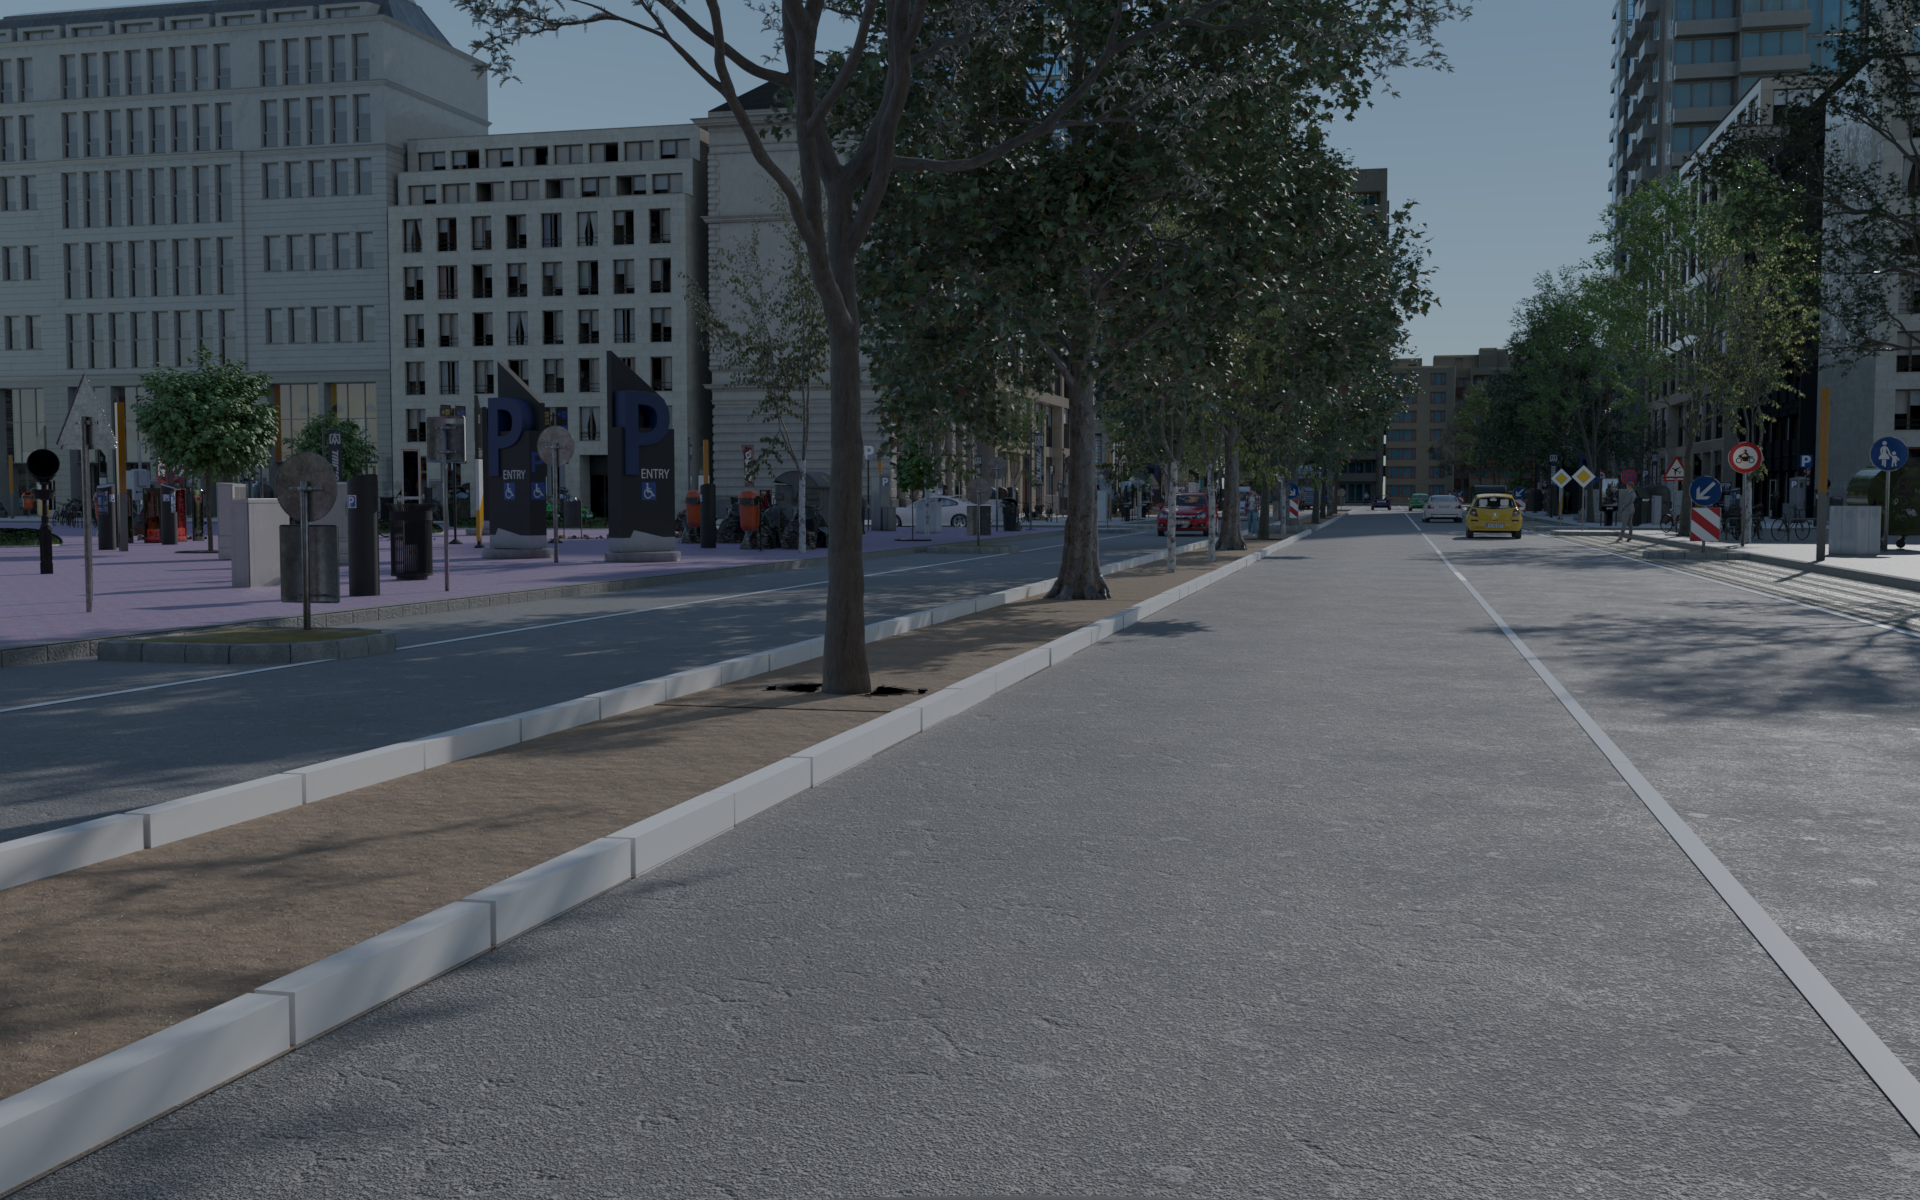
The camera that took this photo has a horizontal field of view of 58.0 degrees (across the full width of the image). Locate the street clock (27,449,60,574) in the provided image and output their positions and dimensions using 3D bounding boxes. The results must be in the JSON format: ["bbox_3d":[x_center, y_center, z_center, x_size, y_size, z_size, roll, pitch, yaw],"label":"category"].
[{"bbox_3d":[-14.692,-1.421,27.805,0.471,2.002,0.358,-2,4,-27],"label":"street clock"}]

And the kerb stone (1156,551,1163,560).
[{"bbox_3d":[4.202,-0.925,37.312,0.120,0.150,1.000,1,4,14],"label":"kerb stone"}]

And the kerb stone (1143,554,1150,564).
[{"bbox_3d":[3.704,-0.803,35.329,0.120,0.150,1.000,1,4,14],"label":"kerb stone"}]

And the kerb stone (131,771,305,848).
[{"bbox_3d":[-3.190,0.903,7.457,0.120,0.150,1.000,1,4,14],"label":"kerb stone"}]

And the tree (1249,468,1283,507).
[{"bbox_3d":[34.847,-12.960,195.608,4.285,4.588,4.351,0,3,0],"label":"tree"}]

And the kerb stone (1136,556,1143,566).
[{"bbox_3d":[3.456,-0.741,34.338,0.120,0.150,1.000,1,4,14],"label":"kerb stone"}]

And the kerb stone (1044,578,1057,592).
[{"bbox_3d":[1.236,-0.192,25.372,0.120,0.150,1.000,1,4,14],"label":"kerb stone"}]

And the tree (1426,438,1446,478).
[{"bbox_3d":[62.293,-17.114,214.232,8.767,10.594,7.601,0,4,-3],"label":"tree"}]

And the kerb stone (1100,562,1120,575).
[{"bbox_3d":[2.710,-0.555,31.341,0.120,0.150,1.000,1,4,14],"label":"kerb stone"}]

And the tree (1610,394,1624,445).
[{"bbox_3d":[44.611,-9.981,113.552,4.360,8.622,3.978,0,3,0],"label":"tree"}]

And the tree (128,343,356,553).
[{"bbox_3d":[-16.473,-3.322,38.033,4.285,4.588,4.351,0,3,0],"label":"tree"}]

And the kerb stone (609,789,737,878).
[{"bbox_3d":[-1.149,0.932,6.961,0.120,0.150,1.000,1,4,14],"label":"kerb stone"}]

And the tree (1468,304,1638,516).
[{"bbox_3d":[34.648,-11.258,101.075,9.611,12.733,9.660,0,3,0],"label":"tree"}]

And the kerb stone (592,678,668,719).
[{"bbox_3d":[-2.206,0.658,11.444,0.120,0.150,1.000,1,4,14],"label":"kerb stone"}]

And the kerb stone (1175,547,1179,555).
[{"bbox_3d":[4.924,-1.108,40.305,0.120,0.150,1.000,1,4,14],"label":"kerb stone"}]

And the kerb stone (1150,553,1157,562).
[{"bbox_3d":[3.949,-0.861,36.321,0.120,0.150,1.000,1,4,14],"label":"kerb stone"}]

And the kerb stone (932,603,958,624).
[{"bbox_3d":[-0.231,0.171,19.400,0.120,0.150,1.000,1,4,14],"label":"kerb stone"}]

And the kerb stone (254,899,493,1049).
[{"bbox_3d":[-1.653,1.056,4.967,0.120,0.150,1.000,1,4,14],"label":"kerb stone"}]

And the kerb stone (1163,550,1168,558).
[{"bbox_3d":[4.442,-0.986,38.318,0.120,0.150,1.000,1,4,14],"label":"kerb stone"}]

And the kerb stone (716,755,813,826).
[{"bbox_3d":[-0.906,0.874,7.956,0.120,0.150,1.000,1,4,14],"label":"kerb stone"}]

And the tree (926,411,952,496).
[{"bbox_3d":[-1.261,-7.652,75.473,4.360,8.622,3.978,0,3,0],"label":"tree"}]

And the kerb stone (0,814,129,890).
[{"bbox_3d":[-3.446,0.965,6.465,0.120,0.150,1.000,1,4,14],"label":"kerb stone"}]

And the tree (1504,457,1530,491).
[{"bbox_3d":[47.069,-12.107,148.315,4.737,8.622,4.395,0,3,0],"label":"tree"}]

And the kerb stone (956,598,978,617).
[{"bbox_3d":[0.004,0.113,20.399,0.120,0.150,1.000,1,4,14],"label":"kerb stone"}]

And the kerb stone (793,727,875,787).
[{"bbox_3d":[-0.656,0.810,8.951,0.120,0.150,1.000,1,4,14],"label":"kerb stone"}]

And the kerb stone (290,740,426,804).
[{"bbox_3d":[-2.943,0.840,8.456,0.120,0.150,1.000,1,4,14],"label":"kerb stone"}]

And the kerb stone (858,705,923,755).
[{"bbox_3d":[-0.416,0.753,9.945,0.120,0.150,1.000,1,4,14],"label":"kerb stone"}]

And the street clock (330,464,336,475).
[{"bbox_3d":[-15.062,-2.242,41.232,0.471,2.002,0.358,3,5,42],"label":"street clock"}]

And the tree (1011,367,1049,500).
[{"bbox_3d":[2.745,-8.426,88.122,4.737,8.622,4.395,0,3,0],"label":"tree"}]

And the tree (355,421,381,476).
[{"bbox_3d":[-23.040,-4.889,63.649,4.285,4.588,4.351,0,3,0],"label":"tree"}]

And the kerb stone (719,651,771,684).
[{"bbox_3d":[-1.716,0.536,13.435,0.120,0.150,1.000,1,4,14],"label":"kerb stone"}]

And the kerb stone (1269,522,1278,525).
[{"bbox_3d":[13.691,-3.265,75.654,0.120,0.150,1.000,1,4,14],"label":"kerb stone"}]

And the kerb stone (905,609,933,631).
[{"bbox_3d":[-0.494,0.232,18.407,0.120,0.150,1.000,1,4,14],"label":"kerb stone"}]

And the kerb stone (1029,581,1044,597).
[{"bbox_3d":[0.988,-0.133,24.371,0.120,0.150,1.000,1,4,14],"label":"kerb stone"}]

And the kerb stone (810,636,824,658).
[{"bbox_3d":[-1.223,0.414,15.422,0.120,0.150,1.000,1,4,14],"label":"kerb stone"}]

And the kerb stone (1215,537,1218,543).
[{"bbox_3d":[7.157,-1.655,49.249,0.120,0.150,1.000,1,4,14],"label":"kerb stone"}]

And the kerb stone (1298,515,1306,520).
[{"bbox_3d":[19.863,-4.794,100.576,0.120,0.150,1.000,1,4,14],"label":"kerb stone"}]

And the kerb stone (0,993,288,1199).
[{"bbox_3d":[-1.900,1.120,3.975,0.120,0.150,1.000,1,4,14],"label":"kerb stone"}]

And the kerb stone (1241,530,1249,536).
[{"bbox_3d":[10.103,-2.385,61.188,0.120,0.150,1.000,1,4,14],"label":"kerb stone"}]

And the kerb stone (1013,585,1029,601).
[{"bbox_3d":[0.740,-0.072,23.379,0.120,0.150,1.000,1,4,14],"label":"kerb stone"}]

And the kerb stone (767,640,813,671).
[{"bbox_3d":[-1.463,0.476,14.426,0.120,0.150,1.000,1,4,14],"label":"kerb stone"}]

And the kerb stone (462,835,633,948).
[{"bbox_3d":[-1.402,0.993,5.964,0.120,0.150,1.000,1,4,14],"label":"kerb stone"}]

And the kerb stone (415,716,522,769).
[{"bbox_3d":[-2.701,0.783,9.449,0.120,0.150,1.000,1,4,14],"label":"kerb stone"}]

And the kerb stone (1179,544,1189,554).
[{"bbox_3d":[5.423,-1.229,42.288,0.120,0.150,1.000,1,4,14],"label":"kerb stone"}]

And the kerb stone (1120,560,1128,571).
[{"bbox_3d":[2.963,-0.620,32.336,0.120,0.150,1.000,1,4,14],"label":"kerb stone"}]

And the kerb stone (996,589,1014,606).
[{"bbox_3d":[0.499,-0.011,22.386,0.120,0.150,1.000,1,4,14],"label":"kerb stone"}]

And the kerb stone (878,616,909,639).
[{"bbox_3d":[-0.731,0.293,17.412,0.120,0.150,1.000,1,4,14],"label":"kerb stone"}]

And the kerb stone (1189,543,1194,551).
[{"bbox_3d":[5.678,-1.287,43.280,0.120,0.150,1.000,1,4,14],"label":"kerb stone"}]

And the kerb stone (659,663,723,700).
[{"bbox_3d":[-1.961,0.597,12.437,0.120,0.150,1.000,1,4,14],"label":"kerb stone"}]

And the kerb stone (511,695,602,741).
[{"bbox_3d":[-2.455,0.724,10.451,0.120,0.150,1.000,1,4,14],"label":"kerb stone"}]

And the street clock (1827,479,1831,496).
[{"bbox_3d":[40.274,-4.655,80.675,0.471,2.002,0.358,2,4,29],"label":"street clock"}]

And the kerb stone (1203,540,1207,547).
[{"bbox_3d":[6.419,-1.472,46.268,0.120,0.150,1.000,1,4,14],"label":"kerb stone"}]

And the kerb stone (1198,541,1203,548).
[{"bbox_3d":[6.162,-1.411,45.278,0.120,0.150,1.000,1,4,14],"label":"kerb stone"}]

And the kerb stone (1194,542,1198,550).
[{"bbox_3d":[5.919,-1.351,44.286,0.120,0.150,1.000,1,4,14],"label":"kerb stone"}]

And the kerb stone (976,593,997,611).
[{"bbox_3d":[0.259,0.049,21.389,0.120,0.150,1.000,1,4,14],"label":"kerb stone"}]

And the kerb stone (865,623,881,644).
[{"bbox_3d":[-0.973,0.354,16.420,0.120,0.150,1.000,1,4,14],"label":"kerb stone"}]

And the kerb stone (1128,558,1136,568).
[{"bbox_3d":[3.211,-0.681,33.327,0.120,0.150,1.000,1,4,14],"label":"kerb stone"}]
